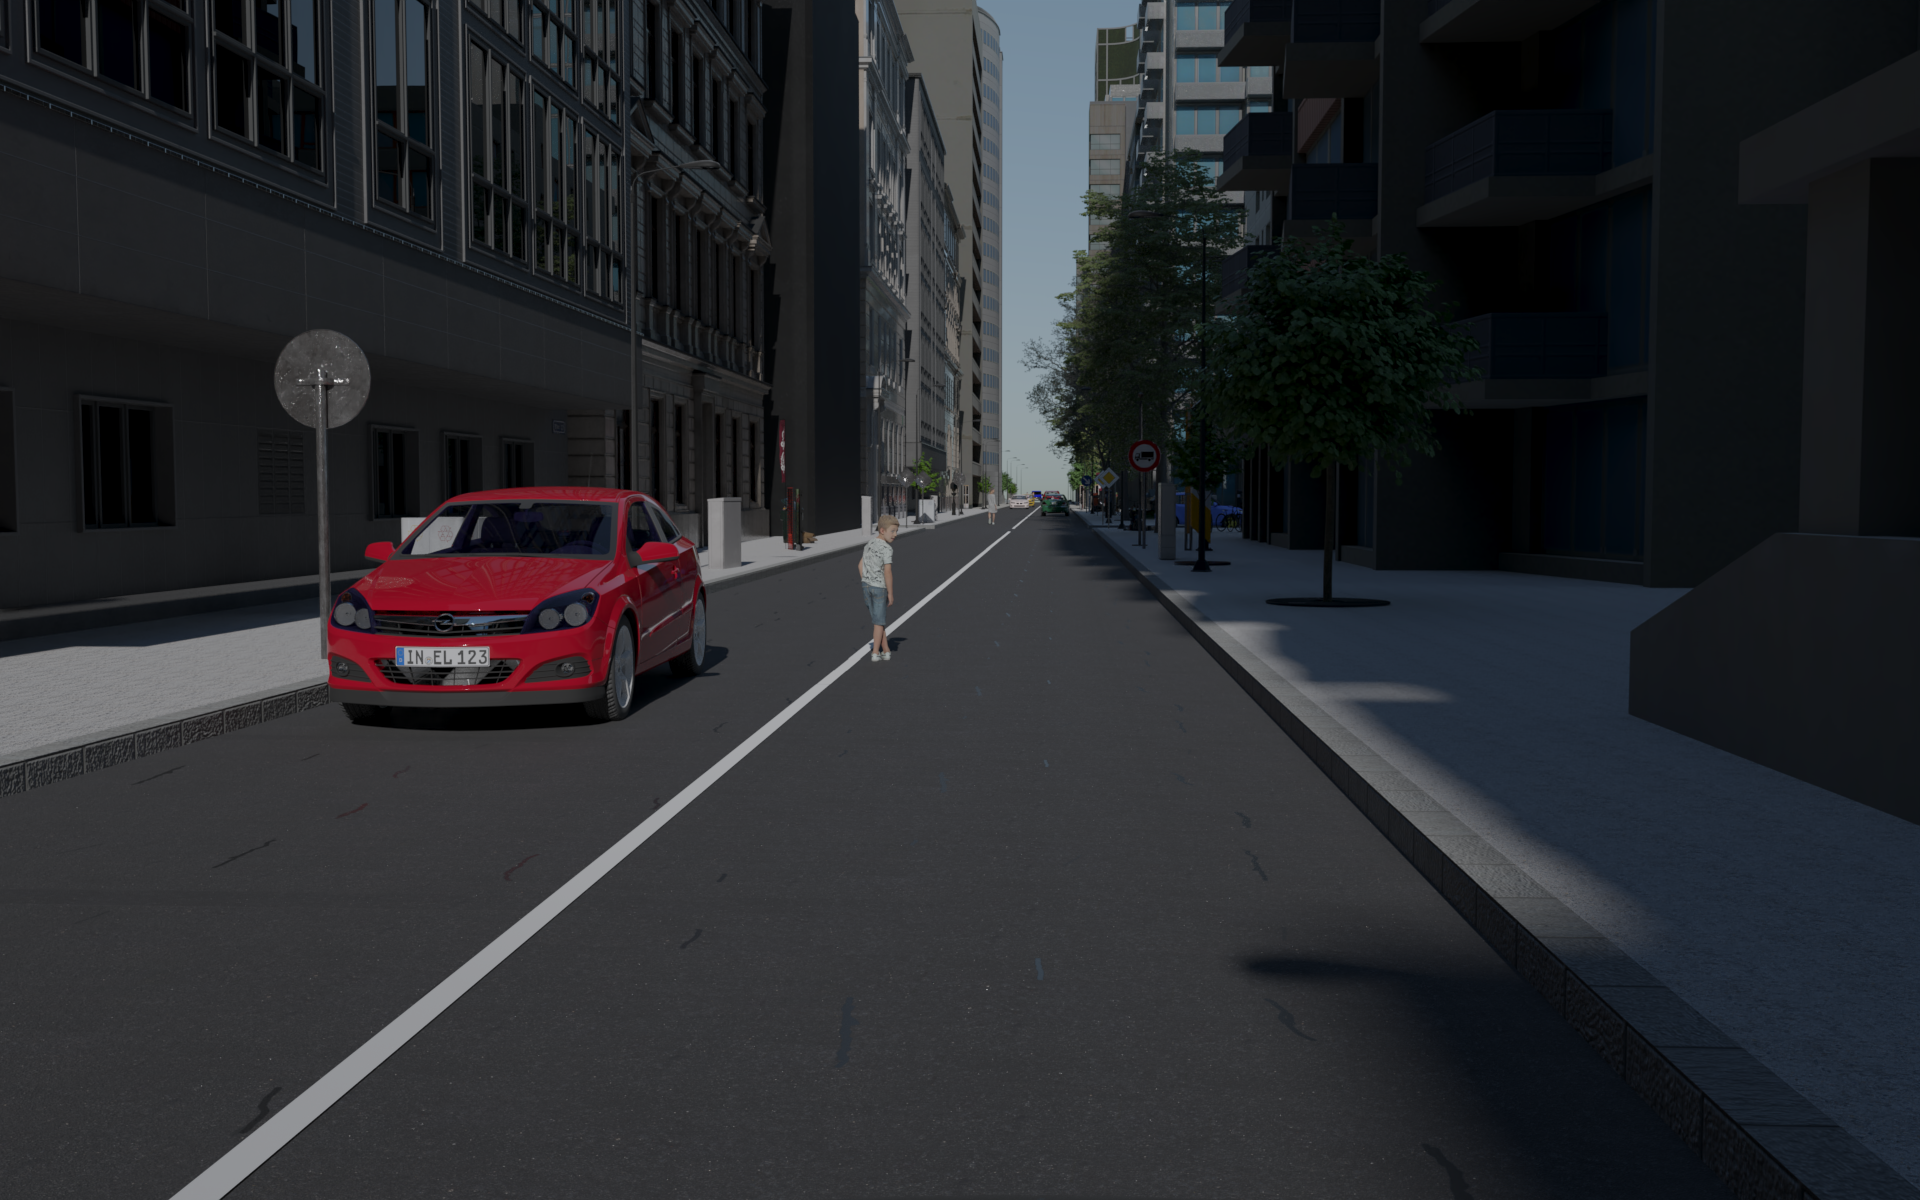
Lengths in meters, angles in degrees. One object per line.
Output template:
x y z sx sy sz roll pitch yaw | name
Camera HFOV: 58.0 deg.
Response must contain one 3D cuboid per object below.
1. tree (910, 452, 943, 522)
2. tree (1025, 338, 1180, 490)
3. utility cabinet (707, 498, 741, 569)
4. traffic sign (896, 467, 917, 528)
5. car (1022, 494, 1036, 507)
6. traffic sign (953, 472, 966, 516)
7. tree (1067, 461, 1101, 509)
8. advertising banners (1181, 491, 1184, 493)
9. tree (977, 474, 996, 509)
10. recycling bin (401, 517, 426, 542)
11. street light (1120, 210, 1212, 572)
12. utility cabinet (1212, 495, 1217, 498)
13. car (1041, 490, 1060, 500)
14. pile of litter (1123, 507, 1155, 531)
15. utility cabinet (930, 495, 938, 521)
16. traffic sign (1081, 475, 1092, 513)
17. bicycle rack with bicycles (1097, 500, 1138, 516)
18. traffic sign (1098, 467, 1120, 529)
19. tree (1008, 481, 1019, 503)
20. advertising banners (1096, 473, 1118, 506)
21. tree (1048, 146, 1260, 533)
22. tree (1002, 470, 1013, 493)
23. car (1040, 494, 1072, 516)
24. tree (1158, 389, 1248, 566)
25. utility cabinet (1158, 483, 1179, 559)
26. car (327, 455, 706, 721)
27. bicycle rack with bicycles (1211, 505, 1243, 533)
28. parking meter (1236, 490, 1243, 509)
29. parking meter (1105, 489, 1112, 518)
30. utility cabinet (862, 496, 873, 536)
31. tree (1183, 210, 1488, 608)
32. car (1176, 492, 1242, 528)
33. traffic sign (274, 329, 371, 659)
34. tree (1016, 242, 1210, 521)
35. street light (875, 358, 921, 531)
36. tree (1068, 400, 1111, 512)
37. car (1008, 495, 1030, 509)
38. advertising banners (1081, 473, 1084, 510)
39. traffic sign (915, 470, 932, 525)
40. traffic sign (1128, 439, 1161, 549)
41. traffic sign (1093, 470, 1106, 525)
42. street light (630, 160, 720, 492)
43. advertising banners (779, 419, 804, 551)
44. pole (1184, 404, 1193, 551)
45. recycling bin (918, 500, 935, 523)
-1.585 -5.150 78.800 1.663 3.219 1.824 0 3 0 | tree
8.053 -9.824 95.029 8.767 10.594 7.601 -1 4 -13 | tree
-4.093 -1.159 30.105 0.306 1.237 1.020 1 4 10 | utility cabinet
-1.998 -3.742 64.831 0.795 2.450 0.064 0 4 3 | traffic sign
7.333 -11.004 190.137 2.015 1.641 3.980 0 4 3 | car
-0.053 -6.238 102.099 0.768 2.556 0.104 1 4 10 | traffic sign
10.827 -10.171 150.003 4.285 4.588 4.351 0 3 0 | tree
13.587 -6.659 105.066 0.090 3.025 2.074 0 4 -1 | advertising banners
2.324 -9.663 152.593 1.663 3.219 1.824 0 3 0 | tree
-5.525 -0.375 18.691 0.722 1.027 0.722 1 4 13 | recycling bin
3.456 -3.423 28.511 1.470 5.913 1.316 0 4 3 | street light
14.900 -5.684 104.094 1.020 1.237 0.306 0 4 -4 | utility cabinet
9.570 -10.471 179.873 2.281 1.827 5.304 0 4 5 | car
6.336 -2.852 60.590 1.176 0.858 1.719 0 4 -8 | pile of litter
-1.242 -4.363 82.500 0.306 1.237 1.020 0 4 -5 | utility cabinet
8.476 -7.088 116.002 0.768 2.556 0.104 1 4 13 | traffic sign
9.266 -5.433 102.216 2.852 0.926 2.925 0 4 -7 | bicycle rack with bicycles
5.534 -3.716 64.398 0.795 2.450 0.064 0 4 3 | traffic sign
7.839 -15.869 254.059 1.663 3.219 1.824 0 3 0 | tree
12.004 -8.852 140.916 2.074 3.025 0.090 -1 4 -19 | advertising banners
6.803 -8.468 56.586 7.486 12.596 7.792 0 3 0 | tree
5.319 -14.742 224.752 4.285 4.588 4.351 0 3 0 | tree
6.241 -6.207 113.274 2.131 1.459 4.920 0 4 5 | car
4.339 -2.256 31.490 1.663 3.219 1.824 0 3 0 | tree
4.101 -1.563 34.227 0.318 1.500 1.173 0 4 4 | utility cabinet
-2.973 -0.199 12.288 2.155 1.783 4.494 0 4 1 | car
8.945 -2.725 57.930 2.852 0.926 2.925 -1 4 -9 | bicycle rack with bicycles
15.506 -5.358 96.013 0.372 1.533 0.369 0 3 0 | parking meter
7.908 -5.125 92.211 0.372 1.533 0.369 0 3 0 | parking meter
-2.890 -2.624 54.071 0.306 1.237 1.020 0 3 0 | utility cabinet
4.327 -2.223 20.062 4.285 4.588 4.351 0 3 0 | tree
9.608 -3.630 68.941 3.694 1.707 1.945 0 4 3 | car
-4.934 -0.814 13.410 0.768 2.556 0.104 0 4 3 | traffic sign
7.858 -10.555 82.941 12.009 13.543 11.850 0 3 0 | tree
-2.231 -5.318 59.492 1.470 5.913 1.316 0 4 3 | street light
9.141 -10.472 121.577 4.737 8.622 4.395 0 3 0 | tree
5.703 -9.449 166.845 2.083 1.381 4.827 0 4 1 | car
9.936 -8.817 140.338 0.090 3.025 2.074 1 4 10 | advertising banners
-1.560 -4.230 72.804 0.795 2.450 0.064 0 4 3 | traffic sign
4.317 -2.473 40.544 0.768 2.556 0.104 1 4 11 | traffic sign
5.972 -4.204 72.371 0.795 2.450 0.064 0 4 3 | traffic sign
-4.035 -3.165 24.289 1.470 5.913 1.316 0 4 3 | street light
-3.887 -2.668 39.813 0.090 3.025 2.074 -1 4 -19 | advertising banners
5.194 -2.779 39.281 0.158 3.312 0.155 0 3 0 | pole
-1.479 -3.919 76.635 0.722 1.027 0.722 0 4 2 | recycling bin
